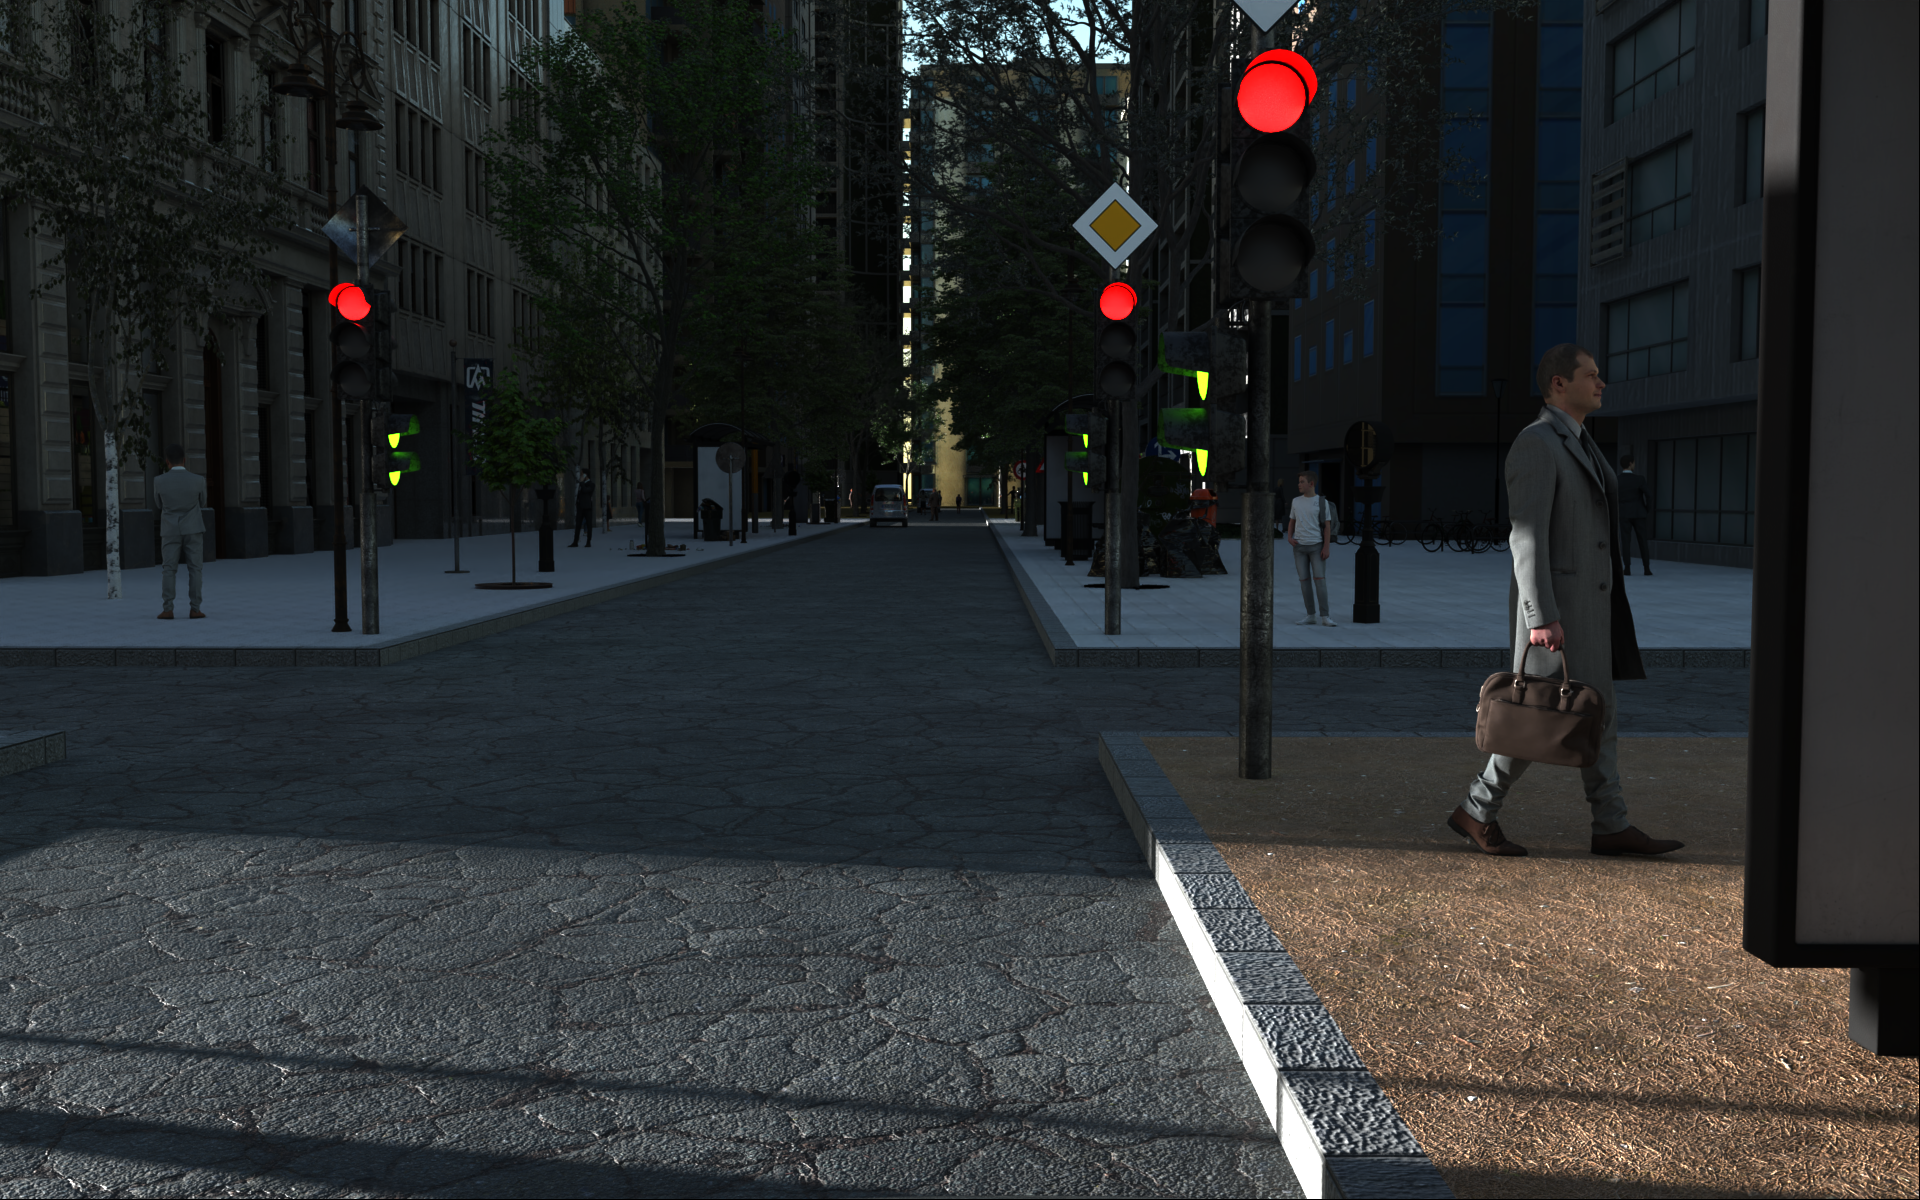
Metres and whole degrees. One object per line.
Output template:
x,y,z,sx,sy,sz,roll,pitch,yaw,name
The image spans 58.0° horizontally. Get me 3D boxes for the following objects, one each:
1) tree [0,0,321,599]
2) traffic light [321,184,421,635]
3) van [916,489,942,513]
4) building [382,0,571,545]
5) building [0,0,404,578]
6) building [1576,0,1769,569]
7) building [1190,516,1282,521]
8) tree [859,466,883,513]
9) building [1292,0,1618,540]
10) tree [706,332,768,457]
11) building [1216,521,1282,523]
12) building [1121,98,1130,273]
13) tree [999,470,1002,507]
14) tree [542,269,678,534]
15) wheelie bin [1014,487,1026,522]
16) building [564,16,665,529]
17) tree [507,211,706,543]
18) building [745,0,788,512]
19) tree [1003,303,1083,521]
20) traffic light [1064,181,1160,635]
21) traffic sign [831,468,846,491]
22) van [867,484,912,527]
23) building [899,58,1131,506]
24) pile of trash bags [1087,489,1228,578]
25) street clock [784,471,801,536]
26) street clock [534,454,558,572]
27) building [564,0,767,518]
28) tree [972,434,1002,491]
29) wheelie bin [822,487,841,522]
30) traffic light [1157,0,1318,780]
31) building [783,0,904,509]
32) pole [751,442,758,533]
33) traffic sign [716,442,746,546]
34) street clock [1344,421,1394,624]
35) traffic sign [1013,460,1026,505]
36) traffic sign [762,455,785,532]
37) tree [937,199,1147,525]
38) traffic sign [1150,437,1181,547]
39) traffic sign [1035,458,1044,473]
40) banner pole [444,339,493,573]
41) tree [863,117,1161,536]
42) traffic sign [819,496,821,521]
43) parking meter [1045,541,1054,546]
-10.159,-4.326,21.100,4.360,8.622,3.978,0,3,0,tree
-5.384,-1.641,15.755,0.839,4.253,0.868,0,4,0,traffic light
-2.413,-7.740,133.568,2.013,2.044,4.112,0,4,2,van
-20.315,-14.358,52.774,12.078,24.808,19.932,0,4,0,building
-18.917,-12.479,32.904,11.050,23.489,19.941,0,4,0,building
19.518,-21.054,27.829,14.086,41.232,14.154,0,4,0,building
20.943,-40.606,102.166,20.563,71.187,20.611,0,4,0,building
-6.202,-7.648,119.638,1.663,3.219,1.824,0,3,0,tree
18.525,-24.667,53.415,14.600,45.320,14.200,0,4,0,building
-10.030,-7.563,74.014,4.737,8.622,4.395,0,3,0,tree
20.932,-39.126,77.966,20.563,71.187,20.611,0,4,0,building
26.843,-27.778,146.045,32.217,40.220,23.993,0,4,0,building
4.929,-19.168,169.288,12.611,20.169,13.585,0,3,0,tree
-11.271,-6.454,55.884,4.360,8.622,3.978,0,3,0,tree
2.929,-4.434,80.402,0.980,1.594,0.693,3,5,42,wheelie bin
-18.986,-13.271,71.728,10.420,20.320,16.860,0,4,0,building
-10.042,-5.837,45.794,4.737,8.622,4.395,0,3,0,tree
-20.382,-29.158,126.847,14.600,45.320,14.200,0,4,0,building
3.392,-9.608,82.840,9.928,11.665,9.643,0,3,0,tree
1.378,-1.639,15.722,0.839,4.253,0.868,0,4,0,traffic light
-6.027,-5.253,85.998,0.768,2.556,0.104,0,4,3,traffic sign
-3.120,-4.233,76.220,2.013,2.044,4.112,0,4,-1,van
8.622,-35.072,193.037,30.456,49.044,23.786,0,4,0,building
3.450,-1.115,27.989,1.912,1.369,3.447,2,4,27,pile of trash bags
-5.194,-3.002,53.650,0.471,2.002,0.358,-2,4,-32,street clock
-6.825,-1.466,28.533,0.358,2.002,0.471,-3,5,-44,street clock
-23.638,-27.541,104.919,22.147,44.769,28.867,0,4,0,building
2.795,-10.541,122.700,4.360,8.622,3.978,0,3,0,tree
-5.786,-4.314,78.447,0.980,1.594,0.693,1,4,23,wheelie bin
1.319,-1.151,7.737,0.839,4.253,0.868,0,4,0,traffic light
-16.920,-46.053,191.222,20.611,71.187,20.563,0,4,0,building
-6.729,-3.850,56.785,0.158,3.312,0.155,0,3,0,pole
-5.635,-2.596,42.551,0.768,2.556,0.104,0,4,7,traffic sign
4.052,-0.773,17.210,0.358,2.002,0.471,-2,4,-32,street clock
2.347,-3.923,64.245,0.768,2.556,0.104,1,4,9,traffic sign
-6.187,-3.537,57.840,0.884,2.594,0.081,0,4,7,traffic sign
3.423,-10.125,72.205,9.857,13.997,8.962,0,3,0,tree
4.406,-2.296,37.652,0.768,2.556,0.104,1,4,10,traffic sign
2.312,-2.632,43.041,0.884,2.594,0.081,0,4,2,traffic sign
-7.956,-2.330,28.111,0.863,3.779,0.401,0,4,-8,banner pole
2.185,-8.232,52.714,7.486,12.596,7.792,0,3,0,tree
-6.542,-4.816,80.868,0.606,2.300,0.079,1,4,8,traffic sign
2.280,-2.264,42.734,0.255,1.863,0.399,2,4,25,parking meter
